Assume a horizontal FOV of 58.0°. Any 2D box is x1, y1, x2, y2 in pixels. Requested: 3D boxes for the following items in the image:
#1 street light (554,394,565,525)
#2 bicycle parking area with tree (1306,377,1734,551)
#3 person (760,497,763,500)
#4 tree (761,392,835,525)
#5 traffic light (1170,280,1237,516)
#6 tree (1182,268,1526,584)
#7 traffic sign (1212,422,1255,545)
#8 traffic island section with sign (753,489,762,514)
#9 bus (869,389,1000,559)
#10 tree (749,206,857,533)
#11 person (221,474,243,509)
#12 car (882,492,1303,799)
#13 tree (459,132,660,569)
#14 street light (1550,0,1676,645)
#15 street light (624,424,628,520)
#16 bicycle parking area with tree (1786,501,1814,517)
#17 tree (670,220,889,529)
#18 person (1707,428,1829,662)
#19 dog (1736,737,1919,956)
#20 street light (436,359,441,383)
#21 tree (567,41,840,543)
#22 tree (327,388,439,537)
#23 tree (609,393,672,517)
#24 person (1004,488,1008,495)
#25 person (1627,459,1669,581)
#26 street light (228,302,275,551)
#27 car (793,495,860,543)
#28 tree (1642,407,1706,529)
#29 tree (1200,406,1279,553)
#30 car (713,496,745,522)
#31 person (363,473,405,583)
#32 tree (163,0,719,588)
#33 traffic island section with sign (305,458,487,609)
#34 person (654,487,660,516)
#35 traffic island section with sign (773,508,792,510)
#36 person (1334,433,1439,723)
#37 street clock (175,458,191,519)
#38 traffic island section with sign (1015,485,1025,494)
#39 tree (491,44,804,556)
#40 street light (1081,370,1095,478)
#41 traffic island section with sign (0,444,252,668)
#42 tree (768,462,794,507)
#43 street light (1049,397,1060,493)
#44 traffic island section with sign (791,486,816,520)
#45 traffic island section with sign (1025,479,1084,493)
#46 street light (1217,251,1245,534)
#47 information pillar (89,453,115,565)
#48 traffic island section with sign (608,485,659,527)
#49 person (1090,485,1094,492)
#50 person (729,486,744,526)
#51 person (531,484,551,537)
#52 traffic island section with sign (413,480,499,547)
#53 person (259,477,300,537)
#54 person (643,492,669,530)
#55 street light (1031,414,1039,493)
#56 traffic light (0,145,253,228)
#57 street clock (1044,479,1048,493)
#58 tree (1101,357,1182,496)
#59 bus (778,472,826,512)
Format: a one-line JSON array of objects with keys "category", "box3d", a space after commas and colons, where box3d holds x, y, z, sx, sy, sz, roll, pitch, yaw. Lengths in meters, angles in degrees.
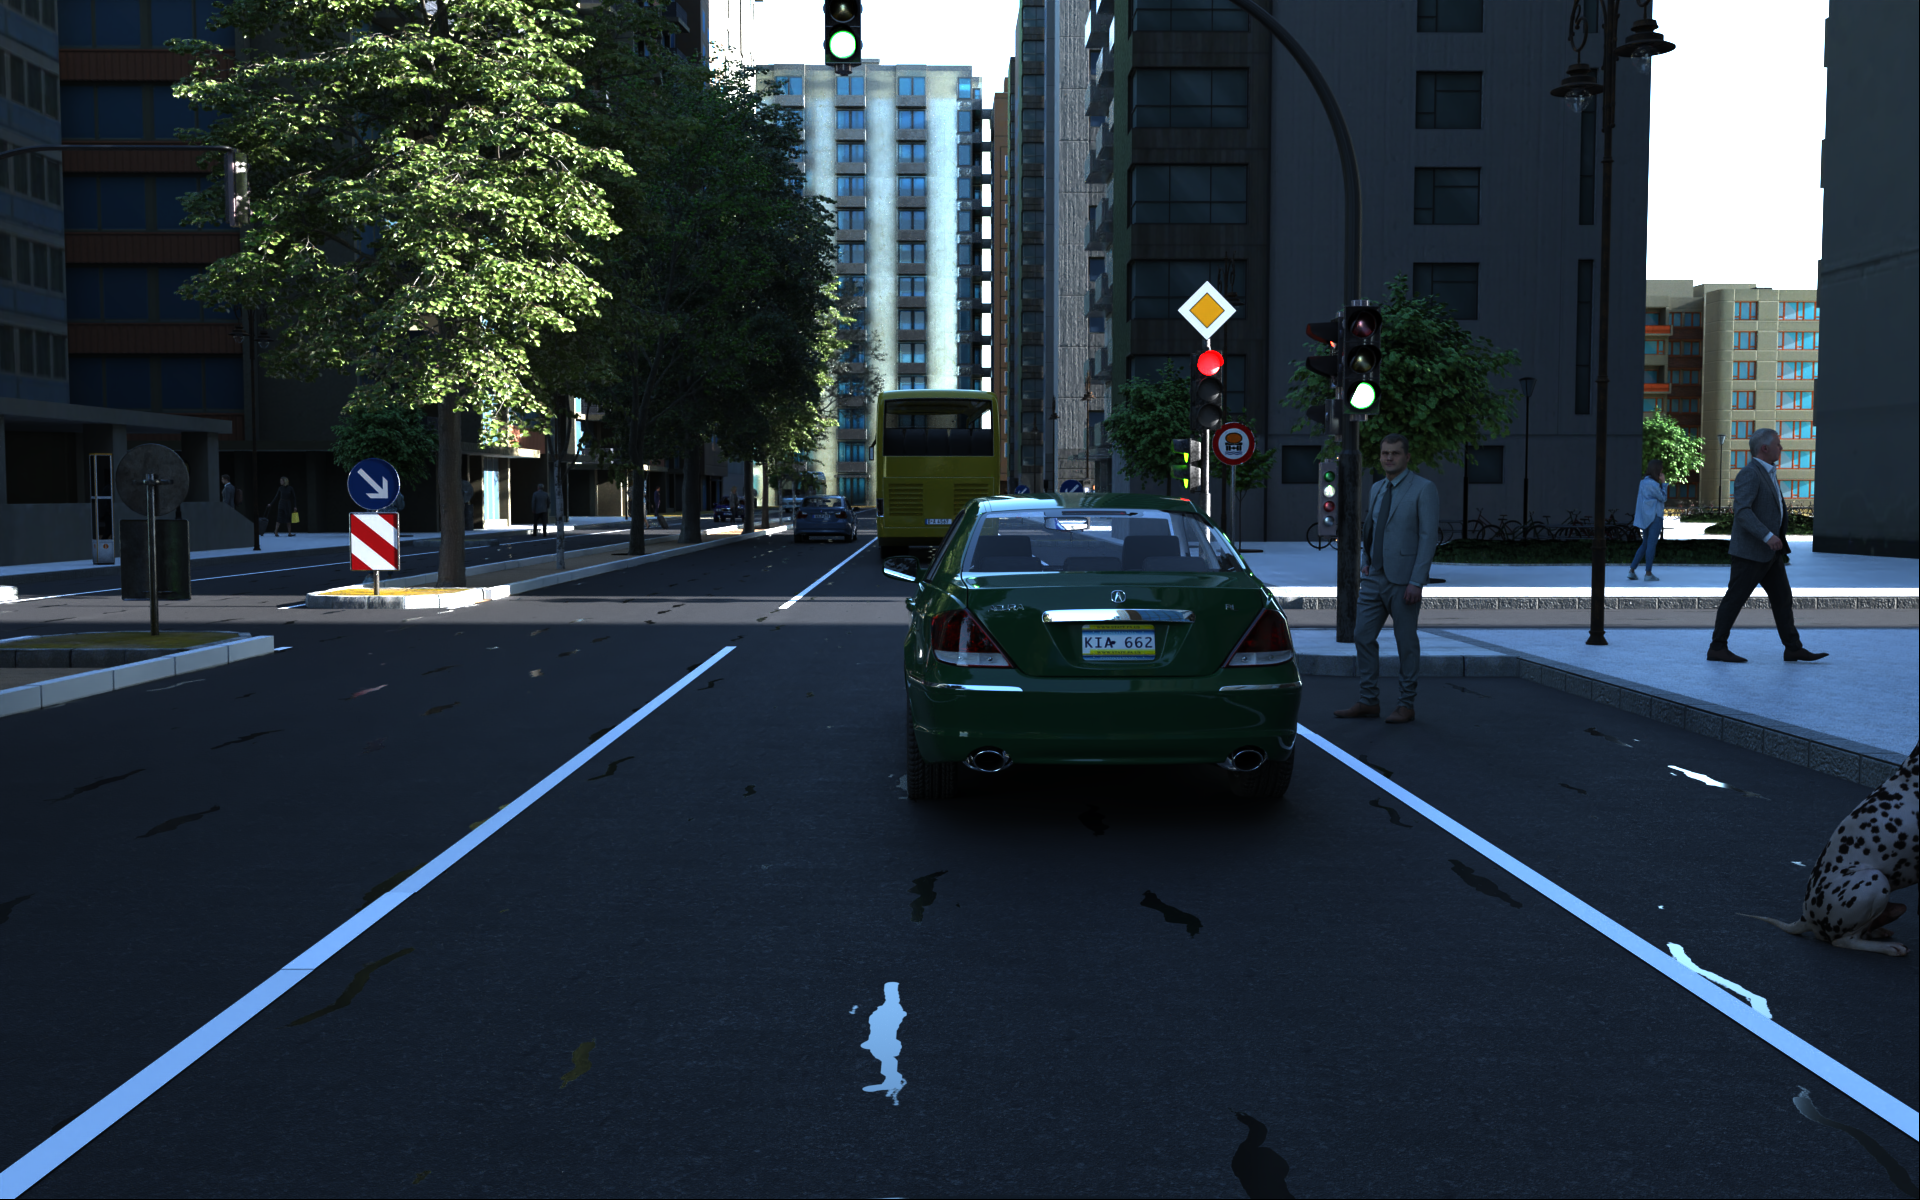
[{"category": "street light", "box3d": [-16.553, -6.006, 70.991, 0.468, 5.910, 1.993, 0, 4, -1]}, {"category": "bicycle parking area with tree", "box3d": [12.478, -3.280, 40.625, 8.231, 4.147, 9.016, -3, 5, -44]}, {"category": "person", "box3d": [-18.401, -9.378, 162.632, 0.557, 1.426, 1.065, 2, 4, 28]}, {"category": "tree", "box3d": [-8.149, -8.097, 85.212, 4.737, 8.622, 4.395, 0, 3, 0]}, {"category": "traffic light", "box3d": [3.225, -2.079, 22.908, 0.839, 4.253, 0.868, 0, 4, -1]}, {"category": "tree", "box3d": [6.344, -2.548, 25.372, 4.285, 4.588, 4.351, 0, 3, 0]}, {"category": "traffic sign", "box3d": [4.832, -1.870, 30.674, 0.768, 2.556, 0.104, 0, 3, 0]}, {"category": "traffic island section with sign", "box3d": [-14.979, -7.143, 125.409, 1.989, 1.847, 2.006, 0, 4, -1]}, {"category": "bus", "box3d": [-0.734, -3.033, 41.130, 2.896, 3.916, 12.252, 0, 4, -3]}, {"category": "tree", "box3d": [-7.532, -8.583, 60.914, 7.486, 12.596, 7.792, 0, 3, 0]}, {"category": "person", "box3d": [-20.584, -2.619, 48.822, 0.822, 1.834, 0.622, -1, 4, -21]}, {"category": "car", "box3d": [0.620, 0.135, 9.594, 2.131, 1.459, 4.920, 0, 4, -1]}, {"category": "tree", "box3d": [-7.552, -4.870, 32.451, 4.737, 8.622, 4.395, 0, 3, 0]}, {"category": "street light", "box3d": [5.430, -2.557, 14.589, 0.468, 5.910, 1.993, 0, 4, -1]}, {"category": "street light", "box3d": [-16.775, -6.982, 86.943, 0.468, 5.910, 1.993, 0, 4, -1]}, {"category": "bicycle parking area with tree", "box3d": [38.613, -6.021, 85.442, 8.231, 4.147, 9.016, -2, 4, -33]}, {"category": "tree", "box3d": [-7.971, -9.656, 70.709, 12.009, 13.543, 11.850, 0, 3, 0]}, {"category": "person", "box3d": [6.131, -0.408, 13.119, 0.834, 1.777, 0.661, 2, 4, 32]}, {"category": "dog", "box3d": [2.922, 0.687, 5.609, 0.513, 0.831, 0.800, -3, 5, -41]}, {"category": "street light", "box3d": [-16.385, -5.044, 55.255, 0.468, 5.910, 1.993, 0, 4, -1]}, {"category": "tree", "box3d": [-7.841, -8.611, 49.902, 9.857, 13.997, 8.962, 0, 3, 0]}, {"category": "tree", "box3d": [-17.173, -4.177, 52.001, 4.285, 4.588, 4.351, 0, 3, 0]}, {"category": "tree", "box3d": [-17.460, -8.889, 95.701, 4.360, 8.622, 3.978, 0, 3, 0]}, {"category": "person", "box3d": [3.955, -8.471, 145.066, 0.721, 1.766, 1.217, 0, 4, 5]}, {"category": "person", "box3d": [10.198, -1.185, 25.680, 0.793, 1.790, 0.793, -2, 4, -34]}, {"category": "street light", "box3d": [-16.009, -4.066, 39.260, 0.468, 5.910, 1.993, 0, 4, -1]}, {"category": "car", "box3d": [-4.053, -2.474, 52.448, 2.014, 1.417, 4.499, 0, 4, -1]}, {"category": "tree", "box3d": [25.590, -4.907, 63.948, 4.285, 4.588, 4.351, 0, 3, 0]}, {"category": "tree", "box3d": [6.286, -2.661, 38.102, 1.663, 3.219, 1.824, 0, 3, 0]}, {"category": "car", "box3d": [-11.715, -4.714, 89.655, 1.945, 1.354, 3.894, 0, 3, 0]}, {"category": "person", "box3d": [-9.201, -1.154, 27.631, 0.793, 1.790, 0.793, -3, 5, -41]}, {"category": "tree", "box3d": [-7.417, -6.382, 24.936, 7.486, 12.596, 7.792, 0, 3, 0]}, {"category": "traffic island section with sign", "box3d": [-7.412, -0.881, 22.535, 2.006, 1.907, 1.989, 0, 4, -1]}, {"category": "person", "box3d": [-17.299, -5.627, 98.958, 0.530, 1.710, 0.541, 1, 4, 19]}, {"category": "traffic island section with sign", "box3d": [-15.367, -8.791, 152.361, 1.989, 1.847, 2.006, 0, 4, -1]}, {"category": "person", "box3d": [2.737, -0.143, 10.945, 0.391, 1.810, 0.635, -3, 5, -40]}, {"category": "street clock", "box3d": [-15.657, -1.842, 34.691, 0.358, 2.002, 0.471, 1, 4, 22]}, {"category": "traffic island section with sign", "box3d": [2.549, -4.044, 74.741, 1.989, 1.847, 2.006, 0, 4, -1]}, {"category": "tree", "box3d": [-7.417, -6.830, 39.891, 9.928, 11.665, 9.643, 0, 3, 0]}, {"category": "street light", "box3d": [4.756, -5.614, 64.569, 0.468, 5.910, 1.993, 0, 4, -1]}, {"category": "traffic island section with sign", "box3d": [-7.318, -0.428, 15.128, 2.006, 1.907, 1.989, 0, 4, -1]}, {"category": "tree", "box3d": [-18.027, -11.727, 175.448, 4.285, 4.588, 4.351, 0, 3, 0]}, {"category": "street light", "box3d": [4.388, -6.626, 81.130, 0.468, 5.910, 1.993, 0, 4, -1]}, {"category": "traffic island section with sign", "box3d": [-8.474, -5.476, 97.666, 2.006, 1.907, 1.989, 0, 4, -1]}, {"category": "traffic island section with sign", "box3d": [2.914, -2.395, 47.788, 1.989, 1.847, 2.006, 0, 4, -1]}, {"category": "street light", "box3d": [5.061, -3.689, 33.097, 0.468, 5.910, 1.993, 0, 4, -1]}, {"category": "information pillar", "box3d": [-15.554, -1.646, 31.405, 0.304, 2.012, 0.304, -3, 5, -43]}, {"category": "traffic island section with sign", "box3d": [-14.292, -4.119, 75.965, 1.989, 1.847, 2.006, 0, 4, -1]}, {"category": "person", "box3d": [7.681, -5.730, 99.708, 1.348, 1.826, 0.705, 1, 4, 9]}, {"category": "person", "box3d": [-10.025, -4.186, 77.127, 0.728, 1.800, 0.709, 3, 5, 40]}, {"category": "person", "box3d": [-14.151, -3.022, 58.302, 0.661, 1.777, 0.834, -3, 4, -38]}, {"category": "traffic island section with sign", "box3d": [-13.898, -2.408, 47.995, 1.989, 1.847, 2.006, 0, 4, -1]}, {"category": "person", "box3d": [-20.686, -2.820, 52.362, 1.509, 1.804, 0.699, 2, 4, 27]}, {"category": "person", "box3d": [-12.472, -3.732, 69.734, 1.509, 1.804, 0.699, -2, 4, -26]}, {"category": "street light", "box3d": [4.226, -7.641, 97.725, 0.468, 5.910, 1.993, 0, 4, -1]}, {"category": "traffic light", "box3d": [-11.744, -2.939, 22.719, 4.771, 5.953, 1.251, 0, 4, -1]}, {"category": "street clock", "box3d": [4.263, -4.977, 85.941, 0.358, 2.002, 0.471, 0, 4, 1]}, {"category": "tree", "box3d": [5.053, -3.548, 41.719, 4.285, 4.588, 4.351, 0, 3, 0]}, {"category": "bus", "box3d": [-12.402, -8.736, 137.694, 2.948, 3.499, 13.247, 0, 4, 0]}]
